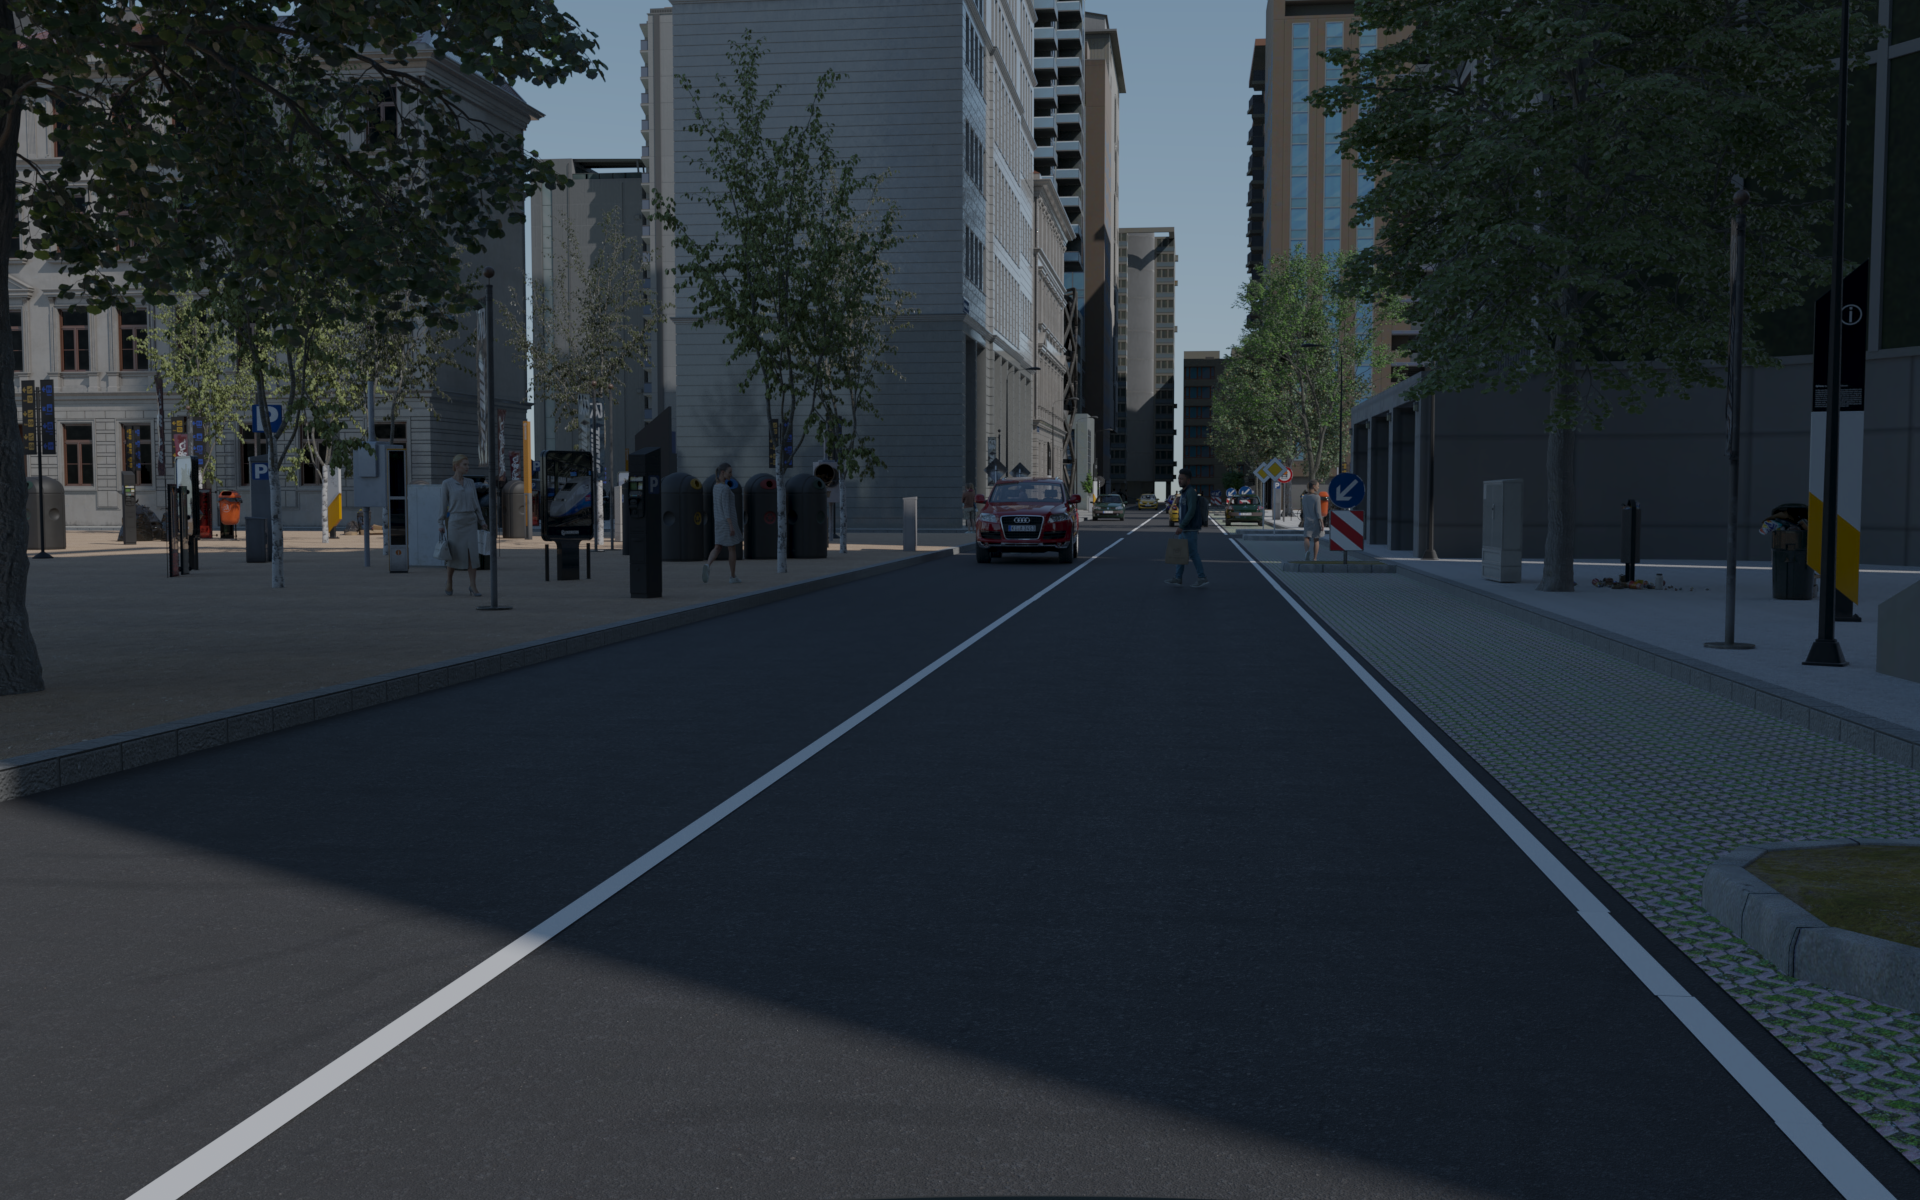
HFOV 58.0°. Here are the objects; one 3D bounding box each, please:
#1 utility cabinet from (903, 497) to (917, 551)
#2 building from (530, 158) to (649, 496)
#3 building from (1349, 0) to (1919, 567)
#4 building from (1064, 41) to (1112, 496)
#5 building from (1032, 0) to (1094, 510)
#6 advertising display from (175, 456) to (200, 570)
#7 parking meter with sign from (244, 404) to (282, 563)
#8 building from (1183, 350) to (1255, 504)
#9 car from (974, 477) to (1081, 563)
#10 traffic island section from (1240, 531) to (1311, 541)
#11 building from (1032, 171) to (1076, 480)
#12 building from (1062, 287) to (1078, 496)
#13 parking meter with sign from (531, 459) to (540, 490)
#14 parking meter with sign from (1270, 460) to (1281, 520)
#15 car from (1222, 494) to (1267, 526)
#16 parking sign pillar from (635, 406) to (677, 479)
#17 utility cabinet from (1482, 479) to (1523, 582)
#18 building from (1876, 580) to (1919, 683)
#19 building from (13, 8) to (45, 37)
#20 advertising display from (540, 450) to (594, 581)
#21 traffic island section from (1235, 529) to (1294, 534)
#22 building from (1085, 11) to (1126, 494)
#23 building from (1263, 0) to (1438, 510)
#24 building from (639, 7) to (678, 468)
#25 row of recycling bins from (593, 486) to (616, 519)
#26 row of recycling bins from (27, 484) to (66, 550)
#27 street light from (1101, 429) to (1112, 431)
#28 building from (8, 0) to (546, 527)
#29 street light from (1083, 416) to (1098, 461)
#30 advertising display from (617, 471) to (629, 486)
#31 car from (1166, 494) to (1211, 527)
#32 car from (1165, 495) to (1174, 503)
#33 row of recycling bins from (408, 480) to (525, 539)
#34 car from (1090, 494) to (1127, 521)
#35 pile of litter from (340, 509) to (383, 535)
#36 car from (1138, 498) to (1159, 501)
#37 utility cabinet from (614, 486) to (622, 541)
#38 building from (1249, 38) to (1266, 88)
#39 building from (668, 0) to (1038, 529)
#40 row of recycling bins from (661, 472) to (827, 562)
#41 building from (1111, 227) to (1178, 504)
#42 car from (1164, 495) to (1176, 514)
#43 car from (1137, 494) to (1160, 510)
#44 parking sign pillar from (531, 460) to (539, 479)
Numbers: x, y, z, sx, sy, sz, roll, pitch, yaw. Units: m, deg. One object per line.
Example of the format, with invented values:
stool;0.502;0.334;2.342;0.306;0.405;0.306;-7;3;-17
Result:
utility cabinet;-1.140;-1.718;39.249;0.306;1.237;1.020;0;4;0
building;-43.499;-32.392;213.197;14.086;41.232;14.154;0;4;7
building;19.880;-36.540;35.678;20.563;71.187;20.611;0;4;7
building;8.121;-32.199;176.561;14.600;45.320;14.200;0;4;7
building;1.134;-51.413;153.270;22.319;86.520;31.000;0;4;7
advertising display;-13.125;-1.482;29.441;0.123;1.923;0.974;-3;5;-39
parking meter with sign;-13.285;-2.246;32.982;0.543;3.016;1.738;-1;4;-14
building;44.616;-23.738;233.163;28.899;21.520;27.650;0;4;7
car;1.510;-1.769;37.597;2.281;1.827;5.304;0;4;6
traffic island section;9.868;-1.948;54.134;2.009;0.180;2.903;0;4;7
building;0.481;-16.387;104.078;11.583;22.565;21.152;0;4;7
building;-0.113;-15.675;123.732;16.820;18.784;16.811;0;4;7
parking meter with sign;-22.035;-5.824;91.490;0.543;3.016;1.738;0;4;7
parking meter with sign;15.797;-5.523;86.554;0.543;3.016;1.738;0;4;8
car;12.783;-4.158;77.774;2.009;1.686;4.222;1;4;8
parking sign pillar;-9.411;-3.986;53.638;1.447;3.967;1.447;2;4;26
utility cabinet;7.945;-1.024;25.424;0.318;1.500;1.173;0;4;4
building;21.671;-18.986;2.299;32.217;40.220;23.993;0;4;7
building;-54.722;-15.002;78.558;30.059;22.955;16.112;0;4;7
advertising display;-5.841;-1.258;25.779;0.123;1.923;0.974;2;4;32
traffic island section;10.906;-2.432;62.051;2.009;0.180;2.903;0;4;7
building;4.621;-37.258;198.411;27.495;52.752;28.713;0;4;7
building;32.574;-30.222;144.232;14.600;45.320;14.200;0;4;7
building;-22.685;-40.636;206.401;28.212;58.520;21.231;0;4;7
row of recycling bins;-17.375;-5.062;89.883;3.534;1.692;1.069;-1;4;-17
row of recycling bins;-22.032;-2.073;41.011;1.069;1.692;3.534;-3;5;-42
street light;10.161;-9.236;123.543;1.470;5.913;1.316;0;4;7
building;-29.629;-14.486;72.997;21.152;22.565;11.583;0;4;7
street light;7.524;-8.012;103.530;1.470;5.913;1.316;0;4;7
advertising display;-9.405;-2.690;49.200;0.123;1.923;0.974;-3;5;-44
car;10.151;-4.082;76.965;2.015;1.641;3.980;0;4;6
car;19.357;-8.711;154.787;2.083;1.381;4.827;1;4;8
row of recycling bins;-14.134;-2.612;49.820;3.534;1.692;1.069;-1;4;-8
car;8.043;-5.131;93.685;2.009;1.686;4.222;0;4;6
pile of litter;-18.555;-2.466;54.283;1.719;0.858;1.176;-1;4;-22
car;18.046;-9.402;165.722;2.014;1.417;4.499;1;4;8
utility cabinet;-8.719;-2.321;46.634;1.173;1.500;0.318;-3;5;-42
building;38.610;-31.224;165.137;22.147;44.769;28.867;0;4;7
building;-3.325;-18.423;78.706;11.434;29.767;29.804;0;4;7
row of recycling bins;-4.261;-1.638;33.890;3.534;1.692;1.069;-2;4;-33
building;17.741;-33.374;237.542;23.993;40.220;32.217;0;4;7
car;15.987;-7.014;127.262;1.945;1.354;3.894;0;4;7
car;16.570;-8.706;152.568;2.015;1.641;3.980;0;4;6
parking sign pillar;-25.957;-7.060;103.904;1.447;3.967;1.447;0;4;-2
